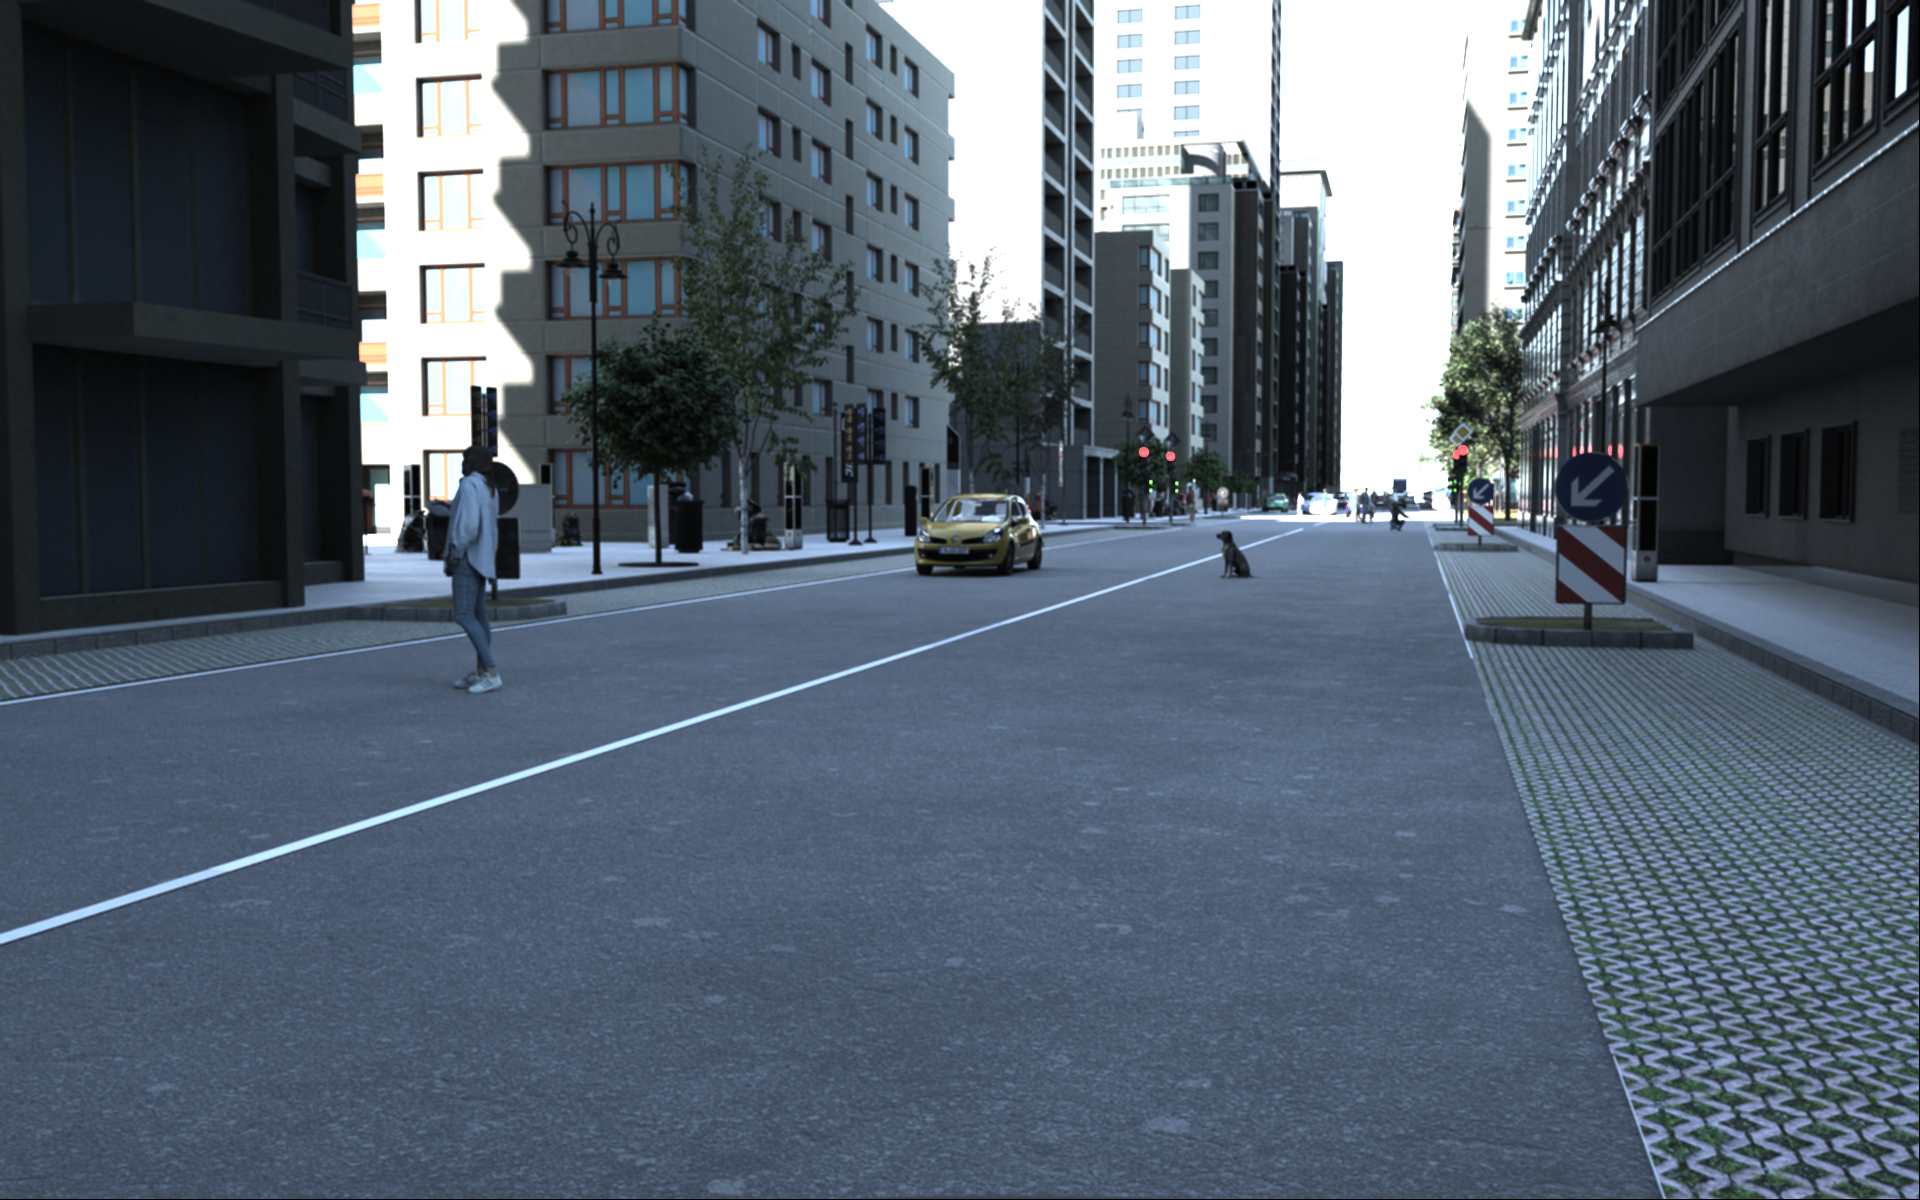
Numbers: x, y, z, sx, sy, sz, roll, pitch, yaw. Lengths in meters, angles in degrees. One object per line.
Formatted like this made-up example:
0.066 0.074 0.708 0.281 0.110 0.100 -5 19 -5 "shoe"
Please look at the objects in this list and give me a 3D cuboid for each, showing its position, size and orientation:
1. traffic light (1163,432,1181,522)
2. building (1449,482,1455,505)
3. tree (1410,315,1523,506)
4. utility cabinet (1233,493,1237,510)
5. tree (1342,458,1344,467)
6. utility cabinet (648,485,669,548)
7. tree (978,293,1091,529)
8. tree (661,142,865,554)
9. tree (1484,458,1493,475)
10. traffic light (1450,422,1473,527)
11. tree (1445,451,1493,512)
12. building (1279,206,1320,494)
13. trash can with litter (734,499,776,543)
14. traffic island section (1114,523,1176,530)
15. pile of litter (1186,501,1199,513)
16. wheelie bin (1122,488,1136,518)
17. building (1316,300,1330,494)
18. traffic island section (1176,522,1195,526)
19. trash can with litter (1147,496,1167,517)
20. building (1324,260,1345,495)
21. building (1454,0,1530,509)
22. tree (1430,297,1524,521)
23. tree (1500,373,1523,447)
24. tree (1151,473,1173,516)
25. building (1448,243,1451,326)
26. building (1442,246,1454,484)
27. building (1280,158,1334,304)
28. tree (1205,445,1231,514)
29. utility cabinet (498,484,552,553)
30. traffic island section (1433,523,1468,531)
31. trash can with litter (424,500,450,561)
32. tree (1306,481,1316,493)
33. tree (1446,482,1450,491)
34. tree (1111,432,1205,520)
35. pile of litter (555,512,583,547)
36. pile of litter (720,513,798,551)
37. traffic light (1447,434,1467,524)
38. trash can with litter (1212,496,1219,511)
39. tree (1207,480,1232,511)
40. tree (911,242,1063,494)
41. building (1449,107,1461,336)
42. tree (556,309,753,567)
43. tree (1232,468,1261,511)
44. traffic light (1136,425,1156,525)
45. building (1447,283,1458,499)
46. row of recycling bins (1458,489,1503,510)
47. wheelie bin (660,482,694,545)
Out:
9.585 -5.473 78.408 0.839 4.253 0.868 1 4 15 "traffic light"
75.048 -31.375 204.857 32.217 40.220 23.993 1 4 15 "building"
33.480 -11.871 111.097 9.611 12.733 9.660 0 3 0 "tree"
22.226 -8.031 139.989 0.318 1.500 1.173 1 4 9 "utility cabinet"
65.577 -21.724 305.542 4.360 8.622 3.978 0 3 0 "tree"
-7.210 -1.996 41.314 0.318 1.500 1.173 -1 4 -20 "utility cabinet"
2.919 -6.937 63.783 4.360 8.622 3.978 0 3 0 "tree"
-4.436 -5.268 36.486 4.737 8.622 4.395 0 3 0 "tree"
41.142 -11.507 138.494 4.360 8.622 3.978 0 3 0 "tree"
19.571 -4.810 67.562 0.839 4.253 0.868 1 4 15 "traffic light"
37.452 -8.800 127.593 4.285 4.588 4.351 0 3 0 "tree"
42.266 -34.085 240.881 14.154 41.232 14.086 1 4 15 "building"
-5.377 -2.098 45.686 1.055 1.170 0.624 -3 5 -44 "trash can with litter"
7.524 -2.969 70.827 2.009 0.180 2.903 1 4 15 "traffic island section"
15.723 -6.464 119.652 1.176 0.858 1.719 -3 4 -38 "pile of litter"
9.180 -5.289 94.378 0.693 1.594 0.980 -1 4 -12 "wheelie bin"
46.913 -29.584 255.397 14.160 30.474 14.107 1 4 15 "building"
9.548 -3.442 78.552 2.009 0.180 2.903 1 4 15 "traffic island section"
10.825 -5.122 95.131 1.055 1.170 0.624 -3 4 -36 "trash can with litter"
57.995 -37.455 295.983 14.154 41.232 14.086 1 4 15 "building"
56.037 -32.509 155.217 21.300 48.544 21.600 1 4 15 "building"
25.903 -9.061 82.563 7.601 10.594 8.767 -1 4 -14 "tree"
30.991 -8.708 92.744 4.360 8.622 3.978 0 3 0 "tree"
11.463 -6.448 100.028 1.663 3.219 1.824 0 3 0 "tree"
83.233 -36.673 254.225 22.147 44.769 28.867 1 4 15 "building"
91.654 -40.581 283.103 23.786 49.044 30.456 1 4 15 "building"
44.297 -42.062 276.949 28.713 52.752 27.495 1 4 15 "building"
16.023 -7.883 112.598 4.285 4.588 4.351 0 3 0 "tree"
-9.459 -1.761 37.464 1.173 1.500 0.318 -3 4 -37 "utility cabinet"
21.632 -3.248 75.392 2.009 0.180 2.903 1 4 15 "traffic island section"
-9.961 -1.361 33.643 0.624 1.170 1.055 -3 5 -43 "trash can with litter"
45.939 -14.188 226.566 1.663 3.219 1.824 0 3 0 "tree"
64.765 -14.296 228.347 1.663 3.219 1.824 0 3 0 "tree"
9.294 -6.374 87.927 4.285 4.588 4.351 0 3 0 "tree"
-9.881 -1.768 42.866 1.176 0.858 1.719 0 4 1 "pile of litter"
-4.557 -1.557 39.425 1.719 0.858 1.176 0 4 6 "pile of litter"
21.596 -5.282 75.287 0.839 4.253 0.868 1 4 15 "traffic light"
19.030 -7.137 128.076 0.624 1.170 1.055 -1 4 -18 "trash can with litter"
19.625 -8.535 134.147 1.663 3.219 1.824 0 3 0 "tree"
0.567 -6.164 51.150 4.737 8.622 4.395 0 3 0 "tree"
63.022 -32.129 179.930 22.147 44.769 28.867 1 4 15 "building"
-5.463 -2.896 31.065 4.285 4.588 4.351 0 3 0 "tree"
23.951 -9.147 144.159 1.663 3.219 1.824 0 3 0 "tree"
7.560 -5.001 70.682 0.839 4.253 0.868 1 4 15 "traffic light"
73.569 -28.332 234.933 14.160 30.474 14.107 1 4 15 "building"
41.067 -7.926 136.695 3.534 1.692 1.069 2 4 26 "row of recycling bins"
-7.263 -2.213 44.096 0.980 1.594 0.693 -1 4 -18 "wheelie bin"
